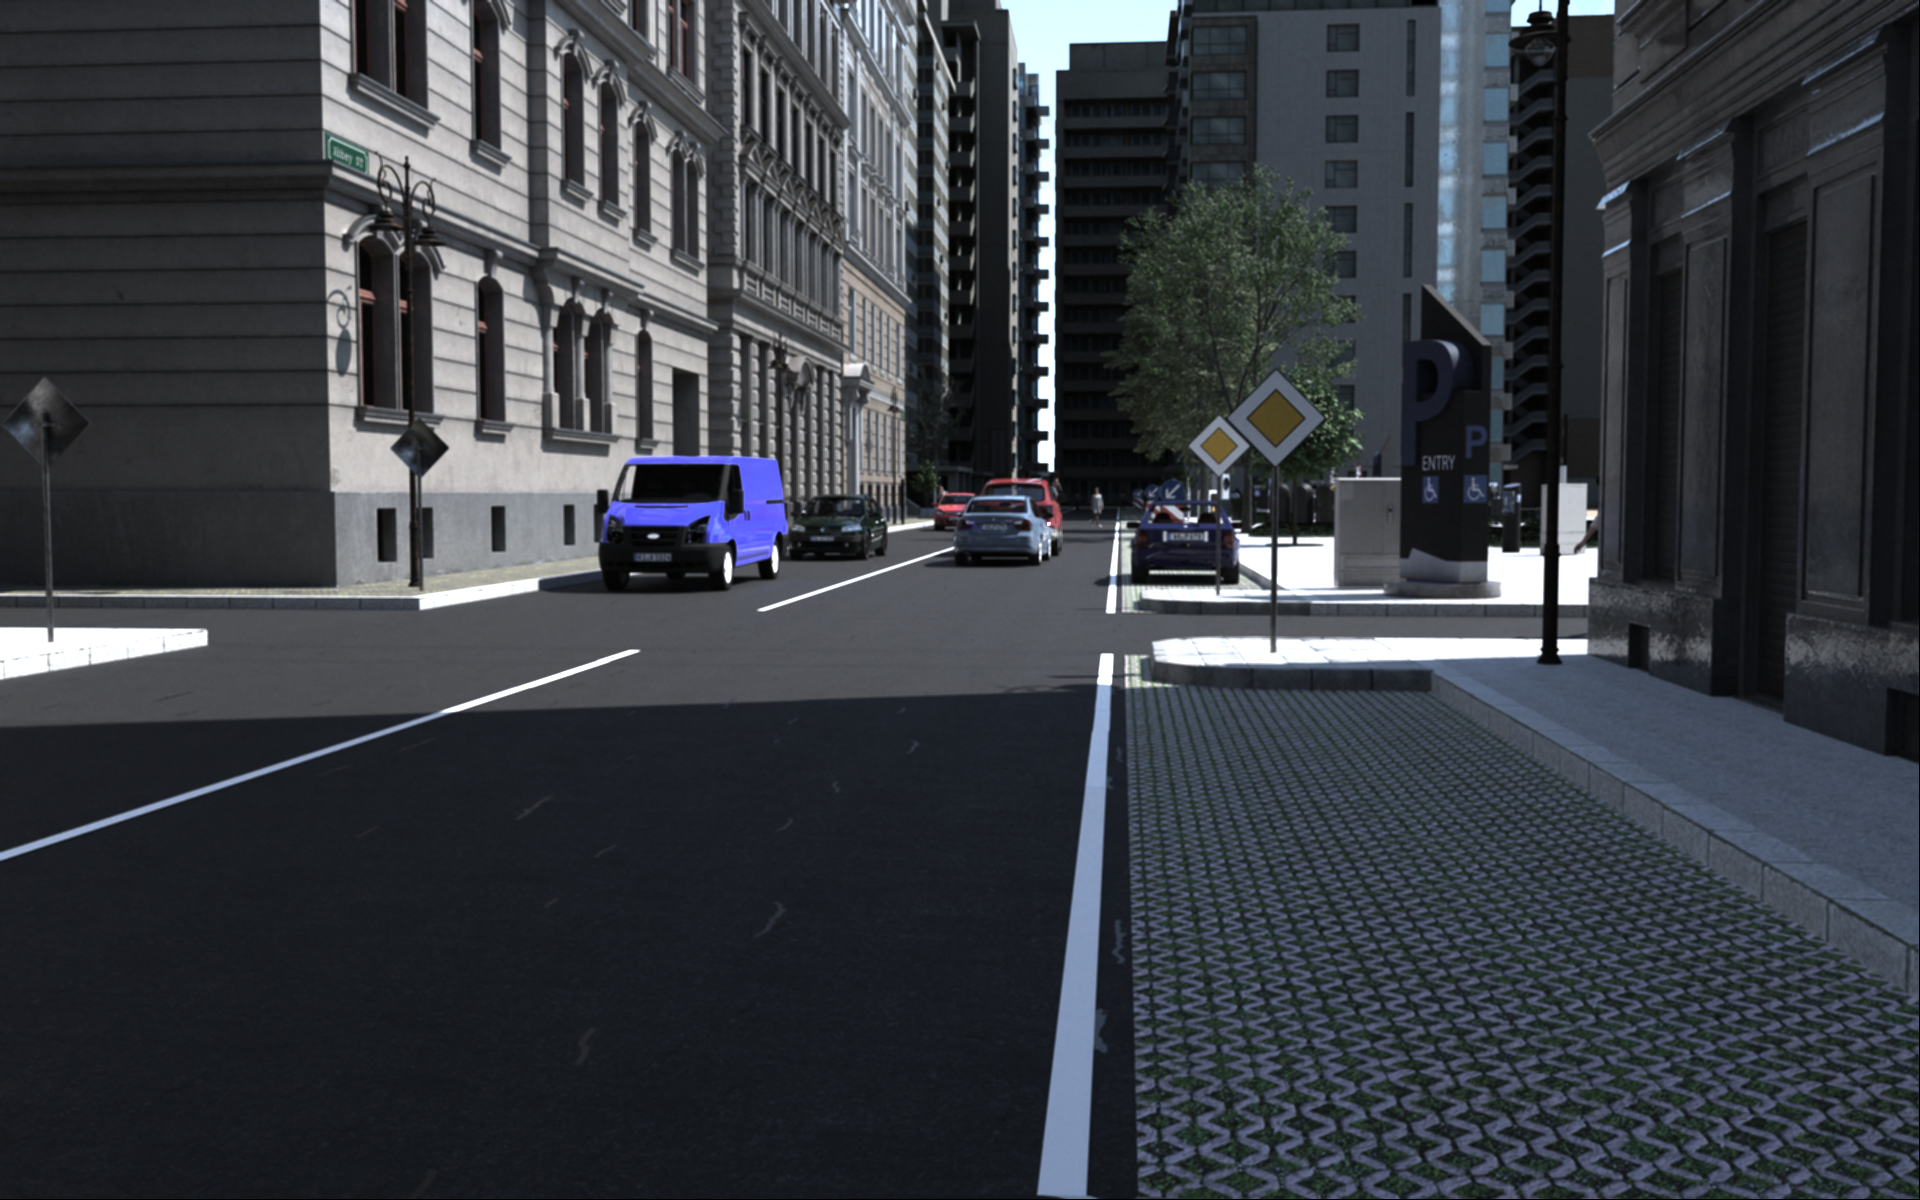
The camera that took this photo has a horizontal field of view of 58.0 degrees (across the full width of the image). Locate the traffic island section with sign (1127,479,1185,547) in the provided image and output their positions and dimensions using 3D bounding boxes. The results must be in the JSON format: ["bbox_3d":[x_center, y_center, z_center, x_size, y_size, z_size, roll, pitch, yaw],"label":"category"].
[{"bbox_3d":[5.570,-2.314,46.470,1.989,1.847,2.006,0,4,5],"label":"traffic island section with sign"}]

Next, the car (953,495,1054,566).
[{"bbox_3d":[0.918,-1.474,36.105,2.014,1.417,4.499,0,4,7],"label":"car"}]

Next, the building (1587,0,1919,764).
[{"bbox_3d":[8.872,-9.468,3.946,9.793,20.994,18.267,0,4,5],"label":"building"}]

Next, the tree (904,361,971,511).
[{"bbox_3d":[-1.605,-8.852,95.093,4.360,8.622,3.978,0,3,0],"label":"tree"}]

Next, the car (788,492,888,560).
[{"bbox_3d":[-2.716,-1.786,38.993,2.009,1.686,4.222,0,4,6],"label":"car"}]

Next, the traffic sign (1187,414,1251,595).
[{"bbox_3d":[3.267,-1.117,21.901,0.795,2.450,0.064,0,4,5],"label":"traffic sign"}]

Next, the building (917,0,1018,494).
[{"bbox_3d":[-5.652,-32.976,162.864,21.600,48.544,21.300,0,4,5],"label":"building"}]

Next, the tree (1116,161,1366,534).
[{"bbox_3d":[9.155,-7.952,55.778,9.928,11.665,9.643,0,3,0],"label":"tree"}]

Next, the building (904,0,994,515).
[{"bbox_3d":[-13.727,-27.205,136.676,32.217,40.220,23.993,0,4,5],"label":"building"}]

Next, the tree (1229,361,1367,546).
[{"bbox_3d":[8.305,-3.630,43.072,4.285,4.588,4.351,0,3,0],"label":"tree"}]

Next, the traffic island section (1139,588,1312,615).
[{"bbox_3d":[3.291,0.019,21.976,2.009,0.180,2.903,0,4,5],"label":"traffic island section"}]

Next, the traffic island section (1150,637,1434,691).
[{"bbox_3d":[2.556,0.505,14.025,2.009,0.180,2.903,0,4,5],"label":"traffic island section"}]

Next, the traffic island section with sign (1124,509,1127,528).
[{"bbox_3d":[8.071,-3.968,73.510,1.989,1.847,2.006,0,4,5],"label":"traffic island section with sign"}]

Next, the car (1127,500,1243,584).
[{"bbox_3d":[3.743,-0.995,28.851,1.945,1.354,3.894,0,4,7],"label":"car"}]

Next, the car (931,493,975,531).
[{"bbox_3d":[-0.034,-3.654,68.789,2.155,1.783,4.494,0,4,3],"label":"car"}]

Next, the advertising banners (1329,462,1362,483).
[{"bbox_3d":[19.449,-5.540,86.774,2.074,3.025,0.090,1,4,10],"label":"advertising banners"}]

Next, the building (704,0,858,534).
[{"bbox_3d":[-10.101,-13.929,56.613,11.050,23.489,19.941,0,4,5],"label":"building"}]

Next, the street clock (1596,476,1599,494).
[{"bbox_3d":[23.049,-3.519,62.100,0.471,2.002,0.358,2,4,25],"label":"street clock"}]

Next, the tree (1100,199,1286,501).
[{"bbox_3d":[9.182,-9.133,67.454,7.486,12.596,7.792,0,3,0],"label":"tree"}]

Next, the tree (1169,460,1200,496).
[{"bbox_3d":[12.524,-6.316,97.872,1.663,3.219,1.824,0,3,0],"label":"tree"}]

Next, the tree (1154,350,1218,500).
[{"bbox_3d":[11.366,-8.281,85.764,4.737,8.622,4.395,0,3,0],"label":"tree"}]

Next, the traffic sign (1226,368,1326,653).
[{"bbox_3d":[2.532,-0.630,13.950,0.795,2.450,0.064,0,4,5],"label":"traffic sign"}]

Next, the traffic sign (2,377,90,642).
[{"bbox_3d":[-7.866,-0.690,14.928,0.795,2.450,0.064,0,4,5],"label":"traffic sign"}]

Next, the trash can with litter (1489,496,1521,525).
[{"bbox_3d":[22.304,-3.668,71.031,1.678,1.210,2.233,-3,5,-45],"label":"trash can with litter"}]

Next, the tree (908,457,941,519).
[{"bbox_3d":[-1.724,-5.885,90.819,1.663,3.219,1.824,0,3,0],"label":"tree"}]

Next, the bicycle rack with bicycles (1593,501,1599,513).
[{"bbox_3d":[30.533,-4.358,84.636,2.852,0.926,2.925,1,4,15],"label":"bicycle rack with bicycles"}]

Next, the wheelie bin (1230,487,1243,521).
[{"bbox_3d":[13.255,-4.589,82.934,0.693,1.594,0.980,0,4,2],"label":"wheelie bin"}]

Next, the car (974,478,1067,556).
[{"bbox_3d":[1.419,-2.022,41.740,2.281,1.827,5.304,0,4,4],"label":"car"}]

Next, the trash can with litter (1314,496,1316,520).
[{"bbox_3d":[18.048,-4.543,85.334,2.233,1.210,1.678,-1,4,-21],"label":"trash can with litter"}]

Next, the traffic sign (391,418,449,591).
[{"bbox_3d":[-7.131,-1.177,22.879,0.795,2.450,0.064,0,4,5],"label":"traffic sign"}]

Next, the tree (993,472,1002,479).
[{"bbox_3d":[2.935,-9.543,150.630,1.663,3.219,1.824,0,3,0],"label":"tree"}]

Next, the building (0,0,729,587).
[{"bbox_3d":[-13.736,-15.118,34.562,14.401,28.519,23.554,0,4,5],"label":"building"}]

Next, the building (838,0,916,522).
[{"bbox_3d":[-9.729,-17.773,76.495,13.634,28.700,20.117,0,4,5],"label":"building"}]
